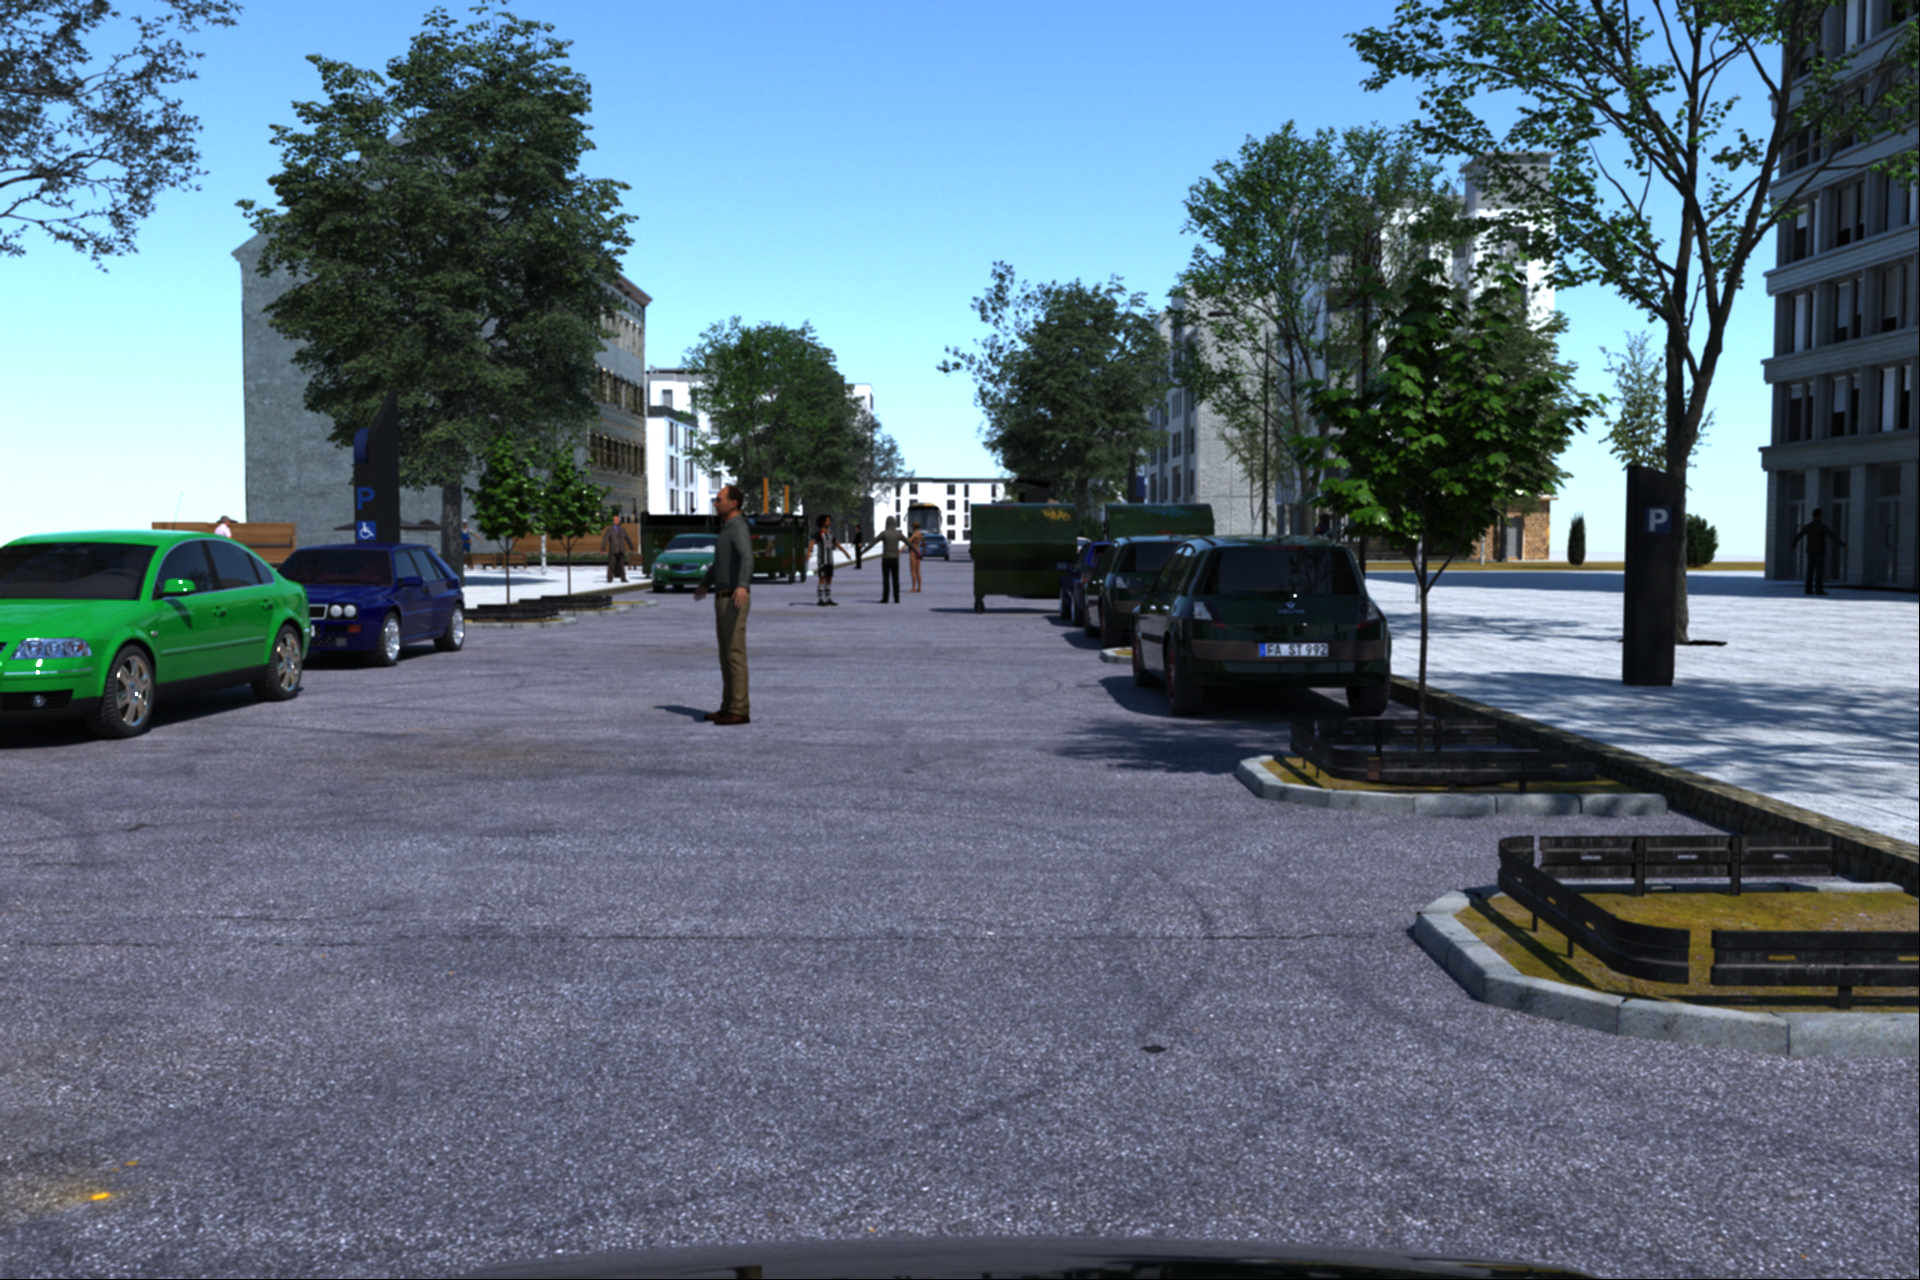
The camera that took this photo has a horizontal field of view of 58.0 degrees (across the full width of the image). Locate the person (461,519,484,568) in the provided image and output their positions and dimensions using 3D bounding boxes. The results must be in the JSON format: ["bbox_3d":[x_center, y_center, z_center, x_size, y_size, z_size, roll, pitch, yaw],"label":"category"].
[{"bbox_3d":[-18.698,-3.644,65.443,1.347,1.847,0.705,-1,4,-20],"label":"person"}]

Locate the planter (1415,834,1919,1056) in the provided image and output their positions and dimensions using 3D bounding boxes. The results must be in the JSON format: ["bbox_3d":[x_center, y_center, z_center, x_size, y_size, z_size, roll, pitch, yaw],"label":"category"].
[{"bbox_3d":[2.600,0.942,5.740,1.991,0.319,1.994,0,4,1],"label":"planter"}]

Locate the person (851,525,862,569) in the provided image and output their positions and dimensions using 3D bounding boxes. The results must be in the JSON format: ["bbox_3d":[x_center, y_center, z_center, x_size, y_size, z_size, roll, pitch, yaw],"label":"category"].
[{"bbox_3d":[-4.192,-3.805,70.847,0.705,1.806,1.347,-1,4,-17],"label":"person"}]

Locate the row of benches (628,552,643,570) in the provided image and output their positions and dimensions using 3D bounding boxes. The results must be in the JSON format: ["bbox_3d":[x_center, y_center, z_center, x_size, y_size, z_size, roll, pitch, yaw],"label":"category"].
[{"bbox_3d":[-9.695,-2.816,61.508,4.104,0.672,1.422,0,4,8],"label":"row of benches"}]

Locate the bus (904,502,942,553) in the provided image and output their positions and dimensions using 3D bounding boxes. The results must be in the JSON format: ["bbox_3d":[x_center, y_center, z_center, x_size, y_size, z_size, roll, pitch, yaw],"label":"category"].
[{"bbox_3d":[-2.748,-8.860,136.412,2.896,3.916,12.252,0,4,0],"label":"bus"}]

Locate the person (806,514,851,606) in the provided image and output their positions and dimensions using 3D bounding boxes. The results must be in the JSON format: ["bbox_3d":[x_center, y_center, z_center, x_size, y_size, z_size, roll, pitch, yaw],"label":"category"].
[{"bbox_3d":[-2.672,-1.590,34.594,0.704,1.843,1.345,2,4,35],"label":"person"}]

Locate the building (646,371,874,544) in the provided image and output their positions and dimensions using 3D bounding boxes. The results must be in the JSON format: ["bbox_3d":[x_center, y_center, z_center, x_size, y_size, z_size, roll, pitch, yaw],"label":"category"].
[{"bbox_3d":[-26.084,-23.788,232.903,27.936,21.610,32.646,0,4,-1],"label":"building"}]

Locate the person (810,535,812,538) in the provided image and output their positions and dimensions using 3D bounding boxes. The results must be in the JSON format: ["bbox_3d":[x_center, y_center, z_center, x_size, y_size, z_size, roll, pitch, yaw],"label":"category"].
[{"bbox_3d":[-7.162,-4.390,78.492,1.216,1.740,0.721,-1,4,-14],"label":"person"}]

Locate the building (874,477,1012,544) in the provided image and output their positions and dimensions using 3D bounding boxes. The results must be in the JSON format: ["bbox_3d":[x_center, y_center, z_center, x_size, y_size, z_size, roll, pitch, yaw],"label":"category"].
[{"bbox_3d":[-3.986,-19.060,256.237,28.070,9.664,9.099,0,4,1],"label":"building"}]

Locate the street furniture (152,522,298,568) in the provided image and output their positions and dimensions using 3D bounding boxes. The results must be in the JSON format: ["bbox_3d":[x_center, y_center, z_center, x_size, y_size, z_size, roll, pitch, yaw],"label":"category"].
[{"bbox_3d":[-29.524,-3.716,67.614,11.010,1.723,9.812,-1,4,-17],"label":"street furniture"}]

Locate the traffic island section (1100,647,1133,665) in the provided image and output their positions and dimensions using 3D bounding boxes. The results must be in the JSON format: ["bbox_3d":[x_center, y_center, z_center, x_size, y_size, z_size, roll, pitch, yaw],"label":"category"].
[{"bbox_3d":[2.621,0.191,19.739,1.991,0.108,1.994,0,4,0],"label":"traffic island section"}]

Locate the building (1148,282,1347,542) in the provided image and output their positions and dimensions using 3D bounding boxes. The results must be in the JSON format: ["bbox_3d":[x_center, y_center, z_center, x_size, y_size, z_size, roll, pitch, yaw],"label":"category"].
[{"bbox_3d":[24.181,-16.134,130.243,16.747,18.905,31.486,0,4,0],"label":"building"}]

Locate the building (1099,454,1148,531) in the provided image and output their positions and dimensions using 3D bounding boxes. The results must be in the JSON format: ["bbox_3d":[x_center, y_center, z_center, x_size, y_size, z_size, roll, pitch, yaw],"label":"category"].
[{"bbox_3d":[20.416,-14.951,186.602,9.099,9.664,28.070,0,4,0],"label":"building"}]

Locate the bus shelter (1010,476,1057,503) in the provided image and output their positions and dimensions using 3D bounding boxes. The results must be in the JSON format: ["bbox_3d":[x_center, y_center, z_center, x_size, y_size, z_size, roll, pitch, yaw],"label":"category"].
[{"bbox_3d":[3.106,-5.014,73.263,1.731,3.624,6.357,0,4,-1],"label":"bus shelter"}]

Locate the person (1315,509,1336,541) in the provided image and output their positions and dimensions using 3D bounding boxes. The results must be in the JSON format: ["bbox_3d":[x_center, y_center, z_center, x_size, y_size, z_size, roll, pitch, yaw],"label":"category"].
[{"bbox_3d":[7.828,-1.905,37.015,0.704,1.845,1.351,2,4,29],"label":"person"}]

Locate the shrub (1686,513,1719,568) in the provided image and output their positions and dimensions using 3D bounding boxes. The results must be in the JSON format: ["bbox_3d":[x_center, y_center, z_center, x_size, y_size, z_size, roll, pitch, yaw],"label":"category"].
[{"bbox_3d":[28.032,-3.793,66.063,1.661,2.075,1.752,0,3,0],"label":"shrub"}]

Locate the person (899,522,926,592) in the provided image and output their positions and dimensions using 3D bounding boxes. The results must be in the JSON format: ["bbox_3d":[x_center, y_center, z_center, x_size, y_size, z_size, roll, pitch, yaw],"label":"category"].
[{"bbox_3d":[-1.164,-2.047,42.723,0.721,1.733,1.217,2,4,31],"label":"person"}]

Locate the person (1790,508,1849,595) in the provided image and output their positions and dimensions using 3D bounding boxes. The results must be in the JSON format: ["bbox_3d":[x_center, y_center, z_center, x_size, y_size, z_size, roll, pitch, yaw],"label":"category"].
[{"bbox_3d":[18.074,-1.863,36.529,0.705,1.821,1.348,-2,4,-28],"label":"person"}]

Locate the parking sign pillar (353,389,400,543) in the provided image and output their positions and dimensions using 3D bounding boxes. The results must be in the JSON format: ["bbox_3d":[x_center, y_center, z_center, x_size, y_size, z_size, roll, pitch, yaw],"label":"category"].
[{"bbox_3d":[-10.619,-2.635,31.558,1.447,3.967,1.447,0,4,-1],"label":"parking sign pillar"}]

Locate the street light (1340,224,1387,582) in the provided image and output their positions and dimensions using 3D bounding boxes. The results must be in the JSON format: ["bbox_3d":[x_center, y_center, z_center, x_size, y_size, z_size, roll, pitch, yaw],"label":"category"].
[{"bbox_3d":[6.114,-3.268,26.218,0.468,5.910,1.993,0,4,0],"label":"street light"}]

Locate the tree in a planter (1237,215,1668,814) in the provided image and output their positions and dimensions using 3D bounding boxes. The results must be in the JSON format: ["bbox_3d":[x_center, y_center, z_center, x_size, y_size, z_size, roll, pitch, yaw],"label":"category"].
[{"bbox_3d":[2.627,-0.767,9.758,1.991,3.239,1.994,0,3,0],"label":"tree in a planter"}]

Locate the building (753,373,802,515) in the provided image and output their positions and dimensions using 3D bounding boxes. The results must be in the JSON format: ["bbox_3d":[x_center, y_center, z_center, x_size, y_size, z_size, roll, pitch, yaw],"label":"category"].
[{"bbox_3d":[-24.435,-20.974,199.342,16.016,20.090,11.380,0,4,1],"label":"building"}]

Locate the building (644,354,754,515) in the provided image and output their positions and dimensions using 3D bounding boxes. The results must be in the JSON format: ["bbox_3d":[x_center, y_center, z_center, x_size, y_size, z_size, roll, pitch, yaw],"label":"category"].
[{"bbox_3d":[-28.270,-19.957,182.722,16.016,20.090,11.380,0,4,0],"label":"building"}]

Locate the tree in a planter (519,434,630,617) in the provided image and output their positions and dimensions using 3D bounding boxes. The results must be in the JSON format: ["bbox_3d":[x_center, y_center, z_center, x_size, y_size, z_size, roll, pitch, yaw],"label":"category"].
[{"bbox_3d":[-7.016,-2.066,30.995,1.991,3.239,1.994,0,4,1],"label":"tree in a planter"}]

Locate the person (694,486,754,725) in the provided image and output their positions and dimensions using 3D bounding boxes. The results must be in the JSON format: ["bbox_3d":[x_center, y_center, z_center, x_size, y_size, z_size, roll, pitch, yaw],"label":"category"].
[{"bbox_3d":[-1.761,-0.270,13.147,0.705,1.796,1.348,-1,4,-21],"label":"person"}]

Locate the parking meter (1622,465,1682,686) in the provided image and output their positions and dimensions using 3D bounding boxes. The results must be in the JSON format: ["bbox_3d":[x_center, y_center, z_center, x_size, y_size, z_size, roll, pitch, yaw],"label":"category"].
[{"bbox_3d":[5.860,-0.548,14.666,0.399,1.863,0.255,0,4,0],"label":"parking meter"}]

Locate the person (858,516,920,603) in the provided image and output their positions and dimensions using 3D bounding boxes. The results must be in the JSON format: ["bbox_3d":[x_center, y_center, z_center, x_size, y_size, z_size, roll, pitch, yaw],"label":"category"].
[{"bbox_3d":[-1.449,-1.672,35.929,1.348,1.813,0.705,-1,4,-19],"label":"person"}]

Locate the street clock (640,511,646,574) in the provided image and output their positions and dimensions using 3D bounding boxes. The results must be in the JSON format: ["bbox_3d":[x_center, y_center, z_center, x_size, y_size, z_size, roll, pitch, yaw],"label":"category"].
[{"bbox_3d":[-10.038,-3.100,55.254,0.358,2.002,0.471,0,4,1],"label":"street clock"}]

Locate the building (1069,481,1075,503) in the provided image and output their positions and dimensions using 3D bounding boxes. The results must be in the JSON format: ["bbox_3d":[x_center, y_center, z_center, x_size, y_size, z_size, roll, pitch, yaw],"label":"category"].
[{"bbox_3d":[24.329,-24.420,230.188,19.493,23.208,18.063,0,4,0],"label":"building"}]

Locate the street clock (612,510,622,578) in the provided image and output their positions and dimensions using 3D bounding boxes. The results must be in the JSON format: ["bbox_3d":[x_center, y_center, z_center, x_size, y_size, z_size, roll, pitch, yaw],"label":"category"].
[{"bbox_3d":[-10.036,-2.821,50.693,0.358,2.002,0.471,0,4,0],"label":"street clock"}]

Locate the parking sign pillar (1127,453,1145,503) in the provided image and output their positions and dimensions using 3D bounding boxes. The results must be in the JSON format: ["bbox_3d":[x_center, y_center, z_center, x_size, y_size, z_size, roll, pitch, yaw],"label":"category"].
[{"bbox_3d":[5.933,-4.290,58.619,1.447,3.967,1.447,0,4,0],"label":"parking sign pillar"}]

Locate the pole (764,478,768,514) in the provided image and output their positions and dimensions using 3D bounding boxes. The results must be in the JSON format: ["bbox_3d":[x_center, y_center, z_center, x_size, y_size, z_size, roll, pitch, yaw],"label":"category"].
[{"bbox_3d":[-7.098,-4.255,63.410,0.158,3.312,0.155,0,3,0],"label":"pole"}]

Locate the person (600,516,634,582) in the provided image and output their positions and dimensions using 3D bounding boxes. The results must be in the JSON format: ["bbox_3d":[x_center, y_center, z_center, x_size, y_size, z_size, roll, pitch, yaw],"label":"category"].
[{"bbox_3d":[-9.065,-2.405,45.923,0.990,1.755,0.434,-2,4,-34],"label":"person"}]

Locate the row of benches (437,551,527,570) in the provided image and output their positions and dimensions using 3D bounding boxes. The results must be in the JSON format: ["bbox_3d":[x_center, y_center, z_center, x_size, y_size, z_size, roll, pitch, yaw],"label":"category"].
[{"bbox_3d":[-17.439,-2.903,62.927,1.422,0.672,4.104,3,4,36],"label":"row of benches"}]

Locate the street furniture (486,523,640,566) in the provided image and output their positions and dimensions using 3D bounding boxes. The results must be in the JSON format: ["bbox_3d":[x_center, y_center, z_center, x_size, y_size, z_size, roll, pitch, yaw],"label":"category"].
[{"bbox_3d":[-17.381,-3.982,71.962,9.812,1.723,11.010,-1,4,-9],"label":"street furniture"}]

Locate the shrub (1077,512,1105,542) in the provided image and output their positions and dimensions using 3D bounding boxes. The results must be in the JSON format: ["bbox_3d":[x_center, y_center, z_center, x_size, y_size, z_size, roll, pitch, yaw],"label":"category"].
[{"bbox_3d":[4.712,-3.615,63.147,1.661,2.075,1.752,0,3,0],"label":"shrub"}]

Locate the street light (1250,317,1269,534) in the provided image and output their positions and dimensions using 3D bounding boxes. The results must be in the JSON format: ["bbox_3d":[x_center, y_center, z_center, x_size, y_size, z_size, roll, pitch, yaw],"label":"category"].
[{"bbox_3d":[6.931,-3.891,36.162,1.470,5.913,1.316,0,4,0],"label":"street light"}]

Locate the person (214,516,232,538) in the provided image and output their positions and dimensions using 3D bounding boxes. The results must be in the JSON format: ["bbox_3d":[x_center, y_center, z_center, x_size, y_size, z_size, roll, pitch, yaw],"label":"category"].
[{"bbox_3d":[-17.025,-2.032,40.205,0.756,1.711,0.436,3,5,44],"label":"person"}]

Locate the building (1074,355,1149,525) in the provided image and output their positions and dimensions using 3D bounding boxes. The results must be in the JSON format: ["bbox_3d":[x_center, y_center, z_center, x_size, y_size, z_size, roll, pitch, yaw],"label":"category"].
[{"bbox_3d":[23.572,-23.144,209.331,19.493,23.208,18.063,0,4,1],"label":"building"}]

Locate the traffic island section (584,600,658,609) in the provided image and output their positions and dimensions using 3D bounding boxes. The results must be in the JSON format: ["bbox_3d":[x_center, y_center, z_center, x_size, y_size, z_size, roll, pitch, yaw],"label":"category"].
[{"bbox_3d":[-7.030,-0.690,34.154,1.991,0.108,1.994,0,4,1],"label":"traffic island section"}]

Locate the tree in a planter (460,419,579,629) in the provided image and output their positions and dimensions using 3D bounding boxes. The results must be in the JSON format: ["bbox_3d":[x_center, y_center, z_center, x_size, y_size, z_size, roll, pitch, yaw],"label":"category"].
[{"bbox_3d":[-7.079,-1.824,27.037,1.991,3.239,1.994,0,4,1],"label":"tree in a planter"}]

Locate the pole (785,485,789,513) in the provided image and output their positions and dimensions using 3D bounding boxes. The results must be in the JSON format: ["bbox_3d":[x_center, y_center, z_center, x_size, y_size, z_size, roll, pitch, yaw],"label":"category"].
[{"bbox_3d":[-7.263,-4.822,72.680,0.158,3.312,0.155,0,3,0],"label":"pole"}]
